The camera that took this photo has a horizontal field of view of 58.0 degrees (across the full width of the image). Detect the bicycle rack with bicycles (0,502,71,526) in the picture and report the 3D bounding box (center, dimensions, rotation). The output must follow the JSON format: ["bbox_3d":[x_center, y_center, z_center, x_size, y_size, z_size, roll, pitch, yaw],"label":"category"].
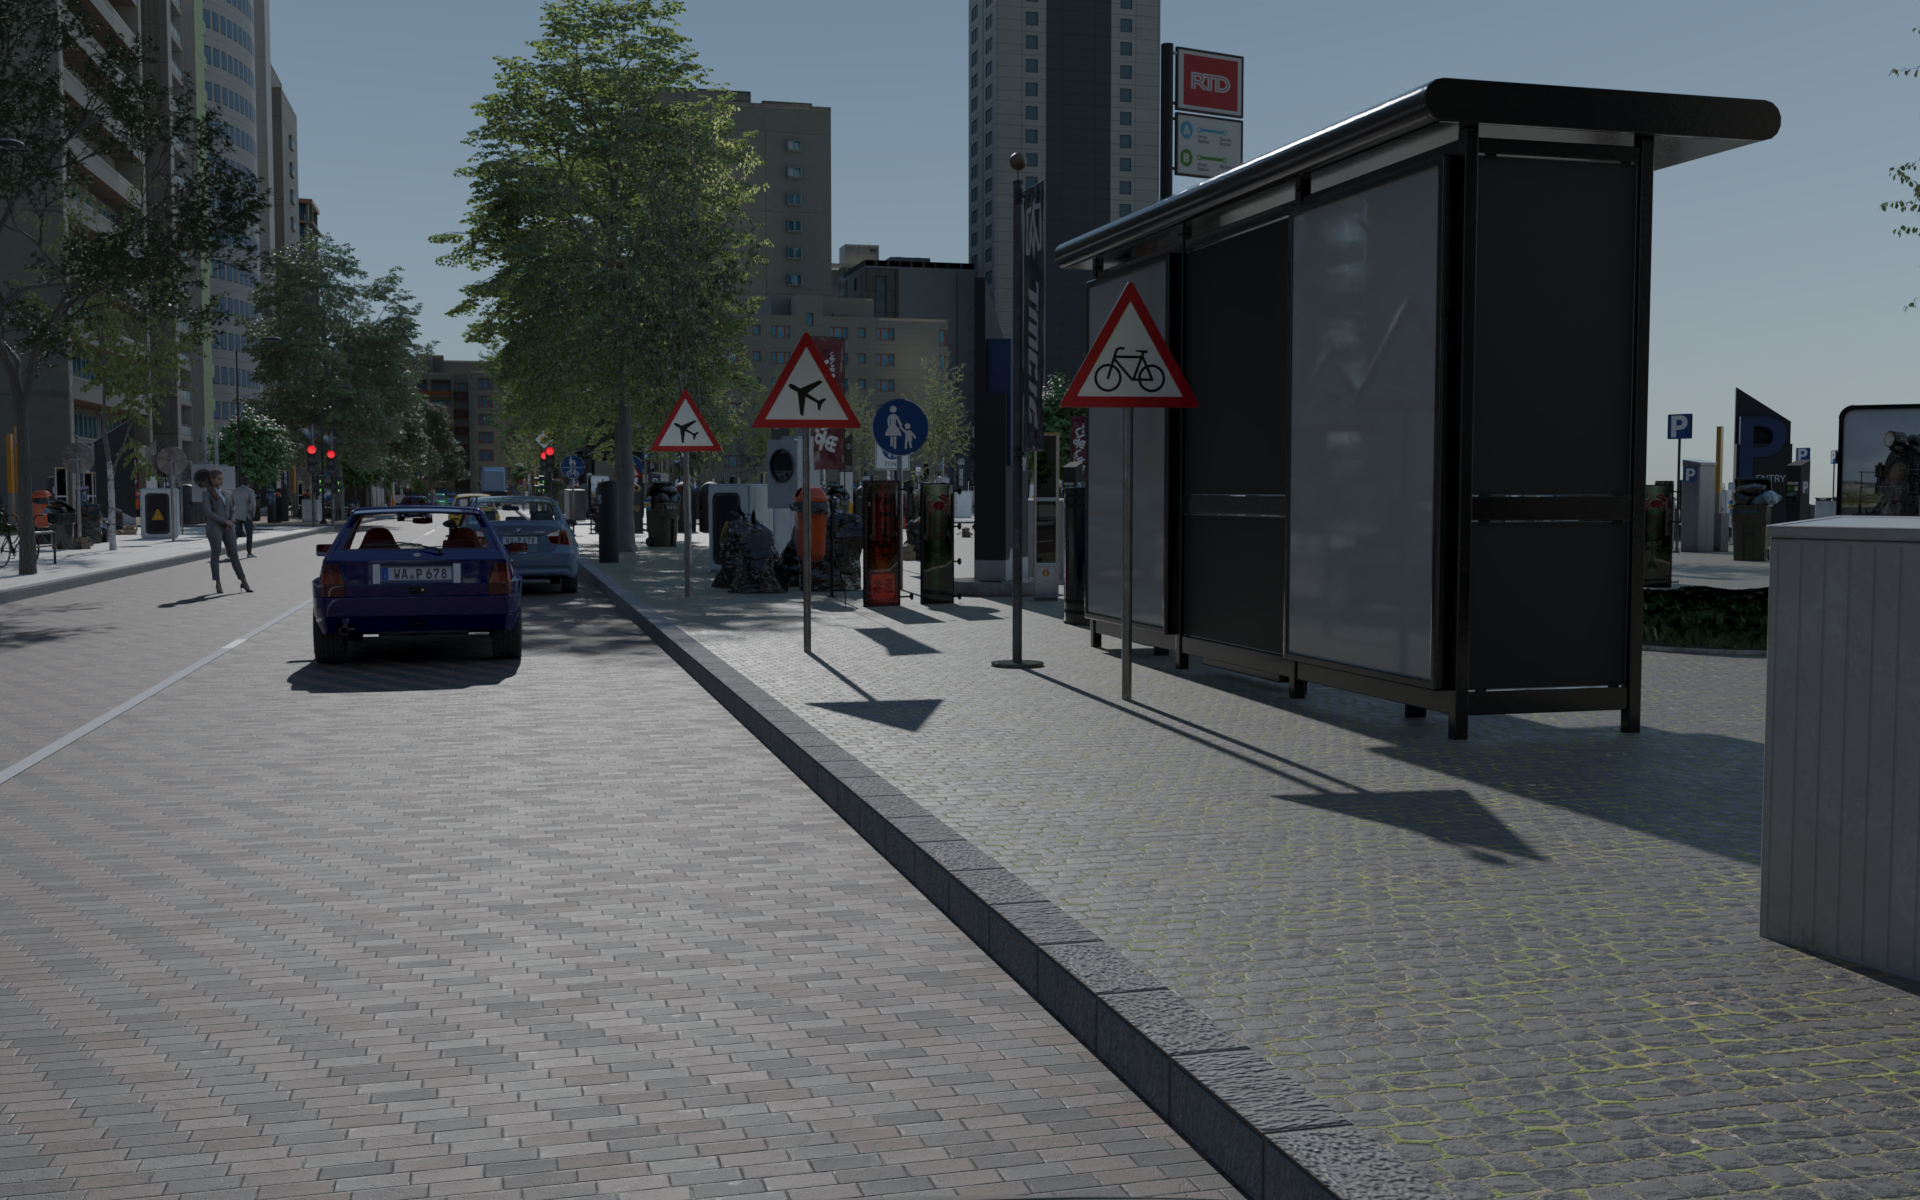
[{"bbox_3d":[-40.605,-3.847,76.287,2.852,0.926,2.925,-3,5,-43],"label":"bicycle rack with bicycles"}]

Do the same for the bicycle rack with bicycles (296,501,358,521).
[{"bbox_3d":[-31.808,-4.486,86.735,2.925,0.926,2.852,0,4,2],"label":"bicycle rack with bicycles"}]

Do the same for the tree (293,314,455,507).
[{"bbox_3d":[-37.973,-11.848,110.725,9.611,12.733,9.660,0,3,0],"label":"tree"}]

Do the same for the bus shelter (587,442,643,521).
[{"bbox_3d":[-13.300,-4.486,67.271,2.014,3.302,5.546,-1,4,-15],"label":"bus shelter"}]

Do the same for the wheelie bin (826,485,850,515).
[{"bbox_3d":[-4.137,-3.111,58.766,0.693,1.594,0.980,2,4,35],"label":"wheelie bin"}]

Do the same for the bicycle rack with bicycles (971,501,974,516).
[{"bbox_3d":[1.610,-5.193,98.288,2.925,0.926,2.852,3,5,39],"label":"bicycle rack with bicycles"}]

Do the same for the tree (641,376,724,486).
[{"bbox_3d":[-15.181,-8.699,92.597,4.737,8.622,4.395,0,3,0],"label":"tree"}]

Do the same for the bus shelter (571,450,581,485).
[{"bbox_3d":[-20.187,-6.319,94.592,1.731,3.624,6.357,-1,4,-15],"label":"bus shelter"}]

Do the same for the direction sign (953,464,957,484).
[{"bbox_3d":[-0.143,-8.419,129.649,0.876,3.537,0.379,1,4,22],"label":"direction sign"}]

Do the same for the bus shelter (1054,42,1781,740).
[{"bbox_3d":[2.239,-2.175,13.191,2.179,5.291,8.768,-1,4,-15],"label":"bus shelter"}]

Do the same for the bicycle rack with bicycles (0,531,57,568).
[{"bbox_3d":[-17.339,-1.043,30.430,2.852,0.926,2.925,-1,4,-10],"label":"bicycle rack with bicycles"}]

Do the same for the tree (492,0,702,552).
[{"bbox_3d":[-7.767,-7.333,38.015,7.486,12.596,7.792,0,3,0],"label":"tree"}]

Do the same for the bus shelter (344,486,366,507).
[{"bbox_3d":[-41.759,-7.864,119.866,1.731,3.624,6.357,-1,4,-15],"label":"bus shelter"}]

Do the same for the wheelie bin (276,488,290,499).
[{"bbox_3d":[-36.306,-5.182,92.640,0.980,1.594,0.693,2,4,29],"label":"wheelie bin"}]

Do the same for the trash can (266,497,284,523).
[{"bbox_3d":[-30.727,-4.041,77.732,0.748,1.137,0.748,0,3,0],"label":"trash can"}]

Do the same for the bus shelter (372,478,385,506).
[{"bbox_3d":[-45.413,-8.615,134.774,2.014,3.302,5.546,-1,4,-15],"label":"bus shelter"}]

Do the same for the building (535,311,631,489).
[{"bbox_3d":[-54.921,-29.418,252.686,14.107,30.474,14.160,-1,4,-15],"label":"building"}]

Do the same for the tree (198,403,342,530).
[{"bbox_3d":[-25.218,-4.772,61.728,4.285,4.588,4.351,0,3,0],"label":"tree"}]

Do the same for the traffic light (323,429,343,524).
[{"bbox_3d":[-26.994,-5.235,74.509,0.839,4.253,0.868,-1,4,-15],"label":"traffic light"}]

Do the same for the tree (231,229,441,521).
[{"bbox_3d":[-29.952,-10.793,83.113,9.857,13.997,8.962,0,3,0],"label":"tree"}]

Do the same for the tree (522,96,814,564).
[{"bbox_3d":[-5.219,-4.966,31.557,4.360,8.622,3.978,0,3,0],"label":"tree"}]

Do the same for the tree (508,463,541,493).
[{"bbox_3d":[-39.062,-10.569,156.510,4.285,4.588,4.351,0,3,0],"label":"tree"}]

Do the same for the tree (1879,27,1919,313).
[{"bbox_3d":[13.963,-4.408,22.431,4.360,8.622,3.978,0,3,0],"label":"tree"}]

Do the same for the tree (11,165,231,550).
[{"bbox_3d":[-19.147,-5.446,39.410,4.737,8.622,4.395,0,3,0],"label":"tree"}]

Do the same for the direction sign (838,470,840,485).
[{"bbox_3d":[-6.672,-6.364,96.047,0.379,3.537,0.876,1,4,9],"label":"direction sign"}]

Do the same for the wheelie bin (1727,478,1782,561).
[{"bbox_3d":[15.241,-1.552,33.277,0.980,1.594,0.693,2,4,33],"label":"wheelie bin"}]

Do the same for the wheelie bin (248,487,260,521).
[{"bbox_3d":[-33.284,-4.486,81.247,0.980,1.594,0.693,2,4,29],"label":"wheelie bin"}]

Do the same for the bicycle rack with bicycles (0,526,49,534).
[{"bbox_3d":[-33.678,-2.886,60.576,2.852,0.926,2.925,-2,4,-32],"label":"bicycle rack with bicycles"}]

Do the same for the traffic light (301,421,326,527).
[{"bbox_3d":[-24.931,-4.763,66.794,0.839,4.253,0.868,-1,4,-15],"label":"traffic light"}]

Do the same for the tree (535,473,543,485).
[{"bbox_3d":[-30.815,-8.283,130.023,1.663,3.219,1.824,0,3,0],"label":"tree"}]

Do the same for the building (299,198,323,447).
[{"bbox_3d":[-105.312,-36.035,243.792,28.867,44.769,22.147,-1,4,-15],"label":"building"}]

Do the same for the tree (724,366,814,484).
[{"bbox_3d":[-11.063,-9.178,100.418,4.737,8.622,4.395,0,3,0],"label":"tree"}]

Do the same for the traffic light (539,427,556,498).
[{"bbox_3d":[-16.373,-4.903,69.090,0.839,4.253,0.868,-1,4,-15],"label":"traffic light"}]

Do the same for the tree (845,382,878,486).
[{"bbox_3d":[-6.423,-9.951,113.060,4.360,8.622,3.978,0,3,0],"label":"tree"}]

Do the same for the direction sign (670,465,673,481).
[{"bbox_3d":[-22.214,-8.751,135.081,0.379,3.537,0.876,3,5,44],"label":"direction sign"}]

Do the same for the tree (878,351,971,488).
[{"bbox_3d":[-1.447,-8.509,89.486,4.360,8.622,3.978,0,3,0],"label":"tree"}]

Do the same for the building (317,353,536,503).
[{"bbox_3d":[-77.590,-25.044,254.504,28.899,21.520,27.650,-1,4,-15],"label":"building"}]

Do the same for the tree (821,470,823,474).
[{"bbox_3d":[-11.168,-11.268,134.597,4.737,8.622,4.395,0,3,0],"label":"tree"}]

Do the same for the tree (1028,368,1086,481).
[{"bbox_3d":[2.624,-3.765,45.272,4.285,4.588,4.351,0,3,0],"label":"tree"}]

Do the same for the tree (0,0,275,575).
[{"bbox_3d":[-14.860,-5.706,27.706,8.767,10.594,7.601,0,4,2],"label":"tree"}]

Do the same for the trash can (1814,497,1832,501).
[{"bbox_3d":[36.659,-3.785,73.535,0.748,1.137,0.748,0,3,0],"label":"trash can"}]

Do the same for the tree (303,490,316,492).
[{"bbox_3d":[-46.124,-7.832,122.652,1.663,3.219,1.824,0,3,0],"label":"tree"}]

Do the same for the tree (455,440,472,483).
[{"bbox_3d":[-63.418,-17.761,207.399,9.611,12.733,9.660,0,3,0],"label":"tree"}]

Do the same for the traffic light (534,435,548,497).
[{"bbox_3d":[-18.437,-5.375,76.805,0.839,4.253,0.868,-1,4,-15],"label":"traffic light"}]

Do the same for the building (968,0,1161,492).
[{"bbox_3d":[11.384,-47.477,214.505,20.611,71.187,20.563,-1,4,-15],"label":"building"}]

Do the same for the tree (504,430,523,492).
[{"bbox_3d":[-34.895,-11.736,142.251,4.360,8.622,3.978,0,3,0],"label":"tree"}]

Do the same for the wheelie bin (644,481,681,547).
[{"bbox_3d":[-7.242,-2.106,42.341,0.693,1.594,0.980,2,4,35],"label":"wheelie bin"}]

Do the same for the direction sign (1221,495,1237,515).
[{"bbox_3d":[3.257,-1.795,21.344,0.379,3.537,0.876,-1,4,-14],"label":"direction sign"}]

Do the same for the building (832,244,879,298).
[{"bbox_3d":[-15.530,-35.518,272.595,23.993,40.220,32.217,-1,4,-15],"label":"building"}]

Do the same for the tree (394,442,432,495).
[{"bbox_3d":[-51.386,-12.829,160.114,4.737,8.622,4.395,0,3,0],"label":"tree"}]

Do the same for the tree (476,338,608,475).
[{"bbox_3d":[-24.757,-10.899,103.948,9.928,11.665,9.643,0,3,0],"label":"tree"}]

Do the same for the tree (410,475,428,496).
[{"bbox_3d":[-59.501,-11.935,189.742,1.663,3.219,1.824,0,3,0],"label":"tree"}]

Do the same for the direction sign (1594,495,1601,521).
[{"bbox_3d":[6.947,-1.641,18.829,0.876,3.537,0.379,3,4,37],"label":"direction sign"}]

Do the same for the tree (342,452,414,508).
[{"bbox_3d":[-34.023,-6.986,97.941,4.285,4.588,4.351,0,3,0],"label":"tree"}]

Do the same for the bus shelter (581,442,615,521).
[{"bbox_3d":[-16.445,-5.456,80.494,1.731,3.624,6.357,-1,4,-15],"label":"bus shelter"}]

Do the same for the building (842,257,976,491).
[{"bbox_3d":[-6.505,-27.141,215.459,14.107,30.474,14.160,-1,4,-15],"label":"building"}]

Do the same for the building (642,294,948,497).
[{"bbox_3d":[-18.266,-20.605,181.929,27.650,21.520,28.899,-1,4,-15],"label":"building"}]

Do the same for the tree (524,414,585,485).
[{"bbox_3d":[-28.400,-10.393,120.289,4.737,8.622,4.395,0,3,0],"label":"tree"}]
